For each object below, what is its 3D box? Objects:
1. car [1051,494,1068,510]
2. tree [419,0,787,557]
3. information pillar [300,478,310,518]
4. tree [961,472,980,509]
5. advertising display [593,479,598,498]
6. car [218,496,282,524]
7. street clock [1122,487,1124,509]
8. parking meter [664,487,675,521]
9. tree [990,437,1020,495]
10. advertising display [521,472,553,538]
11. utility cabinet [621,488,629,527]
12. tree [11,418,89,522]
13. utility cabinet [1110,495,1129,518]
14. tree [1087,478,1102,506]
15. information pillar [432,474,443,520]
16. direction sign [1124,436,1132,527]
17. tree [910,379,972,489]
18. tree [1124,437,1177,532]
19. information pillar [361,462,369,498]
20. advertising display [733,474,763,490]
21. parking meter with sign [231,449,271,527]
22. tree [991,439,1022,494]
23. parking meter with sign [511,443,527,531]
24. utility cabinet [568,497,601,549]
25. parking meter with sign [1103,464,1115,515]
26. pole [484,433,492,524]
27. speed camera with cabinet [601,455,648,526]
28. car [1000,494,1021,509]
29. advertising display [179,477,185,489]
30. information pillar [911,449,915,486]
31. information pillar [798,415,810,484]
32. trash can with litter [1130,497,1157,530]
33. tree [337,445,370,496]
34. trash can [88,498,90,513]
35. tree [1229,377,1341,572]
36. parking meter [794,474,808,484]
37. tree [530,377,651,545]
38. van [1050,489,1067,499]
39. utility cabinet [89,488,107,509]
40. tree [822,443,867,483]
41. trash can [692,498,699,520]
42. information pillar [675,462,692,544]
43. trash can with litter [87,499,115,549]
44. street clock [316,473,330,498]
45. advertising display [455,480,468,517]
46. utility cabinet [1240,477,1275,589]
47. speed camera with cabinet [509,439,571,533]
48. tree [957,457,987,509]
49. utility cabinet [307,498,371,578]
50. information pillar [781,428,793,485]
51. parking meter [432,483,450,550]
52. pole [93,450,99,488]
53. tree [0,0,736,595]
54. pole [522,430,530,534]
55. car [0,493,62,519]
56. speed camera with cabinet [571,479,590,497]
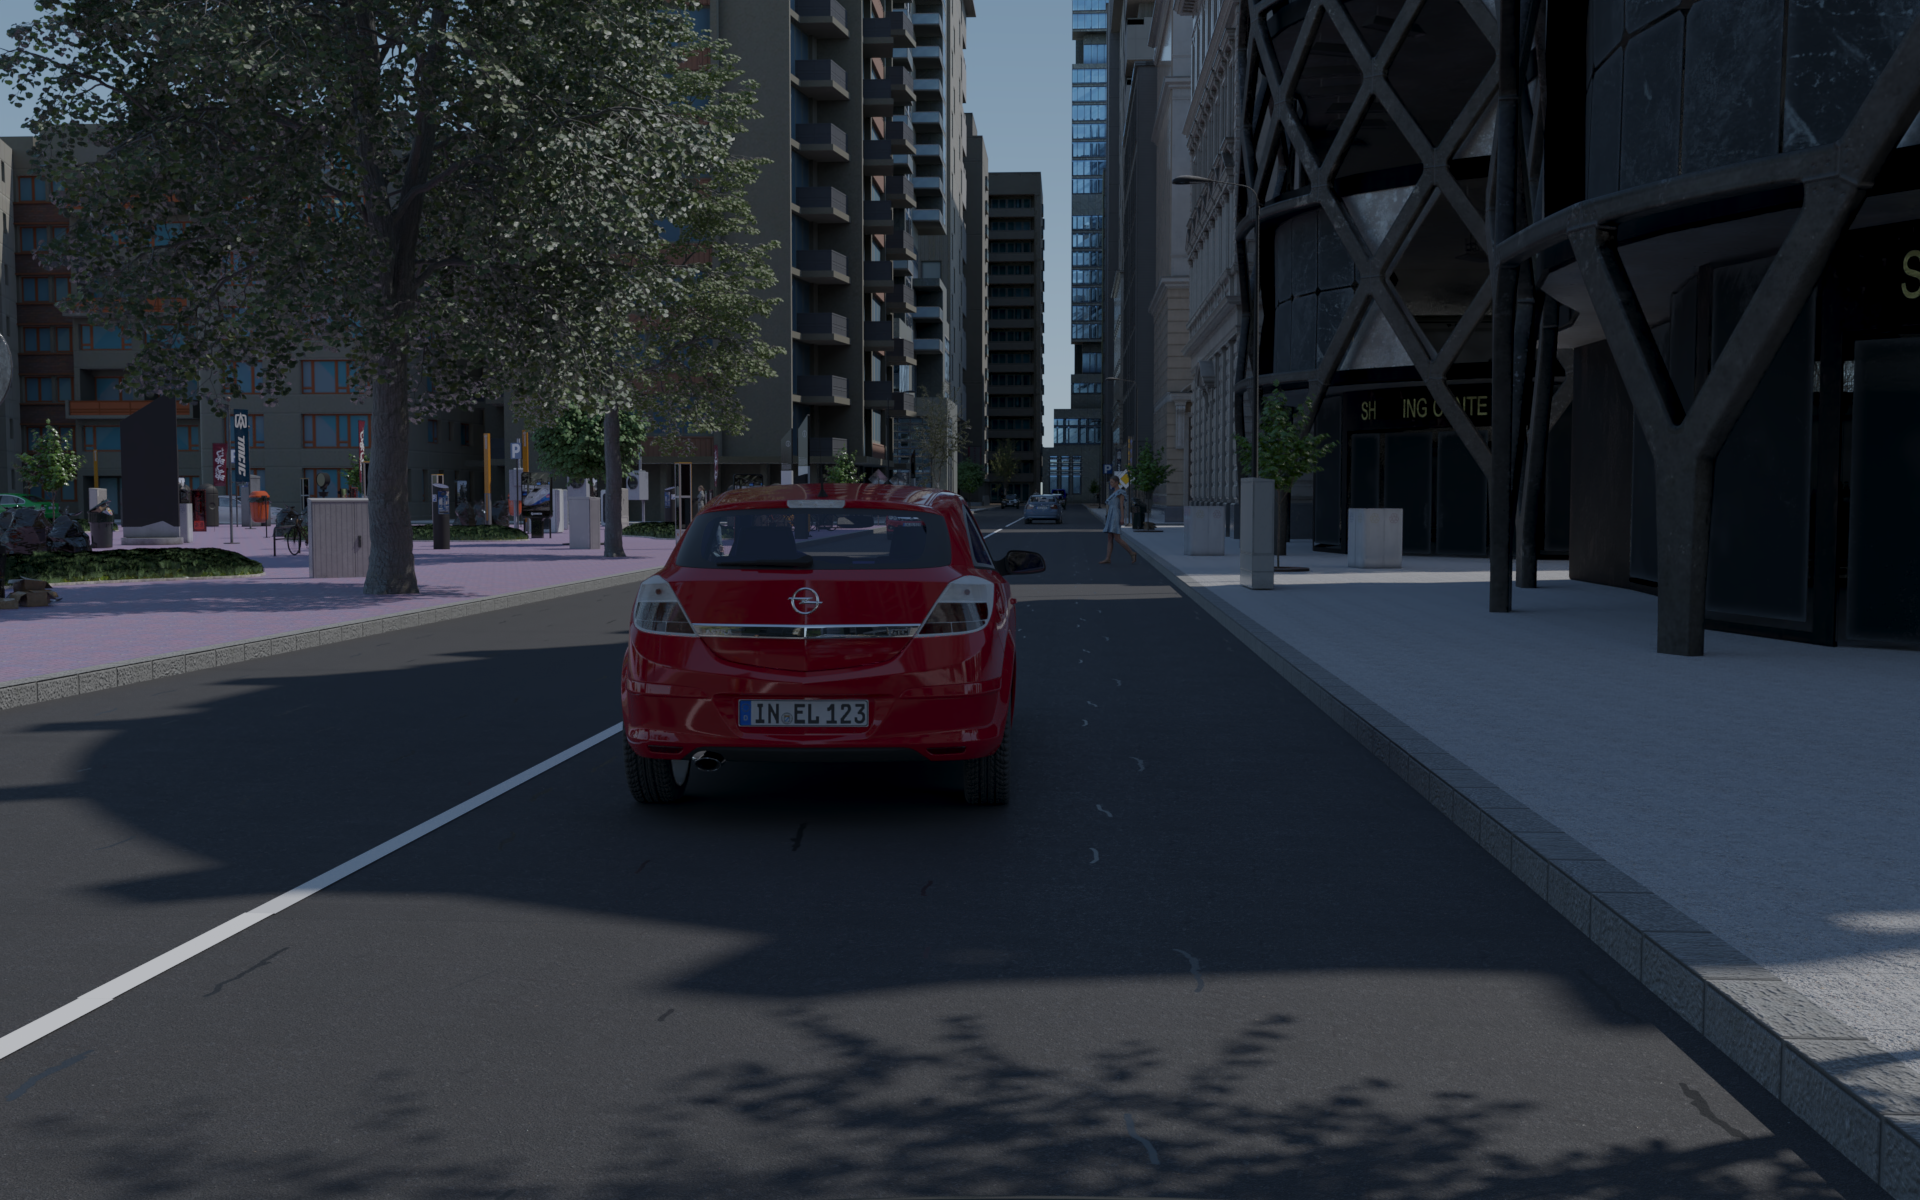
[{"bbox_3d":[8.946,-9.188,160.010,2.009,1.686,4.222,0,4,3],"label":"car"},{"bbox_3d":[-7.510,-7.152,35.065,7.486,12.596,7.792,0,3,0],"label":"tree"},{"bbox_3d":[-30.228,-4.616,79.958,0.304,2.012,0.304,-3,5,-41],"label":"information pillar"},{"bbox_3d":[1.000,-9.413,148.496,1.663,3.219,1.824,0,3,0],"label":"tree"},{"bbox_3d":[-13.698,-3.574,63.641,0.123,1.923,0.974,3,4,36],"label":"advertising display"},{"bbox_3d":[-31.280,-3.821,74.836,4.827,1.381,2.083,0,4,4],"label":"car"},{"bbox_3d":[7.452,-4.604,79.845,0.358,2.002,0.471,-1,4,-15],"label":"street clock"},{"bbox_3d":[-9.850,-3.086,58.865,0.372,1.533,0.369,0,3,0],"label":"parking meter"},{"bbox_3d":[5.674,-16.513,220.346,4.737,8.622,4.395,0,3,0],"label":"tree"},{"bbox_3d":[-12.273,-2.755,50.259,0.974,1.923,0.123,1,4,17],"label":"advertising display"},{"bbox_3d":[-12.378,-3.319,62.943,0.318,1.500,1.173,1,4,9],"label":"utility cabinet"},{"bbox_3d":[-23.266,-3.028,44.113,1.663,3.219,1.824,0,3,0],"label":"tree"},{"bbox_3d":[8.631,-5.034,93.475,1.020,1.237,0.306,-1,4,-16],"label":"utility cabinet"},{"bbox_3d":[14.867,-12.152,193.278,1.663,3.219,1.824,0,3,0],"label":"tree"},{"bbox_3d":[-19.520,-3.686,64.752,0.304,2.012,0.304,2,4,30],"label":"information pillar"},{"bbox_3d":[6.647,-4.644,67.933,0.379,3.537,0.876,1,4,15],"label":"direction sign"},{"bbox_3d":[-1.358,-9.837,111.204,4.360,8.622,3.978,0,3,0],"label":"tree"},{"bbox_3d":[6.251,-3.910,58.524,1.663,3.219,1.824,0,3,0],"label":"tree"},{"bbox_3d":[-13.363,-2.125,39.234,0.304,2.012,0.304,-2,4,-28],"label":"information pillar"},{"bbox_3d":[-6.763,-3.065,55.324,0.974,1.923,0.123,-2,4,-24],"label":"advertising display"},{"bbox_3d":[-27.789,-4.382,67.900,0.543,3.016,1.738,1,4,18],"label":"parking meter with sign"},{"bbox_3d":[6.204,-16.914,226.903,4.360,8.622,3.978,0,3,0],"label":"tree"},{"bbox_3d":[-14.582,-3.874,59.606,0.543,3.016,1.738,2,4,35],"label":"parking meter with sign"},{"bbox_3d":[-8.785,-1.798,40.552,0.306,1.237,1.020,-3,5,-40],"label":"utility cabinet"},{"bbox_3d":[8.758,-6.389,100.724,0.543,3.016,1.738,0,4,-8],"label":"parking meter with sign"},{"bbox_3d":[-15.919,-3.946,58.365,0.158,3.312,0.155,0,3,0],"label":"pole"},{"bbox_3d":[-13.367,-4.562,68.927,2.038,3.252,0.660,2,4,31],"label":"speed camera with cabinet"},{"bbox_3d":[4.868,-9.643,167.447,2.009,1.686,4.222,0,4,3],"label":"car"},{"bbox_3d":[-28.818,-3.593,63.959,0.123,1.923,0.974,0,4,-6],"label":"advertising display"},{"bbox_3d":[-2.459,-6.107,91.200,0.183,3.616,0.504,-1,4,-22],"label":"information pillar"},{"bbox_3d":[-4.625,-3.679,51.505,0.183,3.616,0.504,-3,5,-41],"label":"information pillar"},{"bbox_3d":[6.630,-3.111,62.258,0.624,1.170,1.055,-3,5,-45],"label":"trash can with litter"},{"bbox_3d":[-23.452,-4.513,68.389,1.663,3.219,1.824,0,3,0],"label":"tree"},{"bbox_3d":[-34.884,-3.571,70.032,0.748,1.137,0.748,0,3,0],"label":"trash can"},{"bbox_3d":[5.235,-2.104,29.000,1.663,3.219,1.824,0,3,0],"label":"tree"},{"bbox_3d":[-4.546,-2.671,49.387,0.399,1.863,0.255,0,4,8],"label":"parking meter"},{"bbox_3d":[-9.392,-3.677,43.837,4.285,4.588,4.351,0,3,0],"label":"tree"},{"bbox_3d":[12.370,-13.039,217.566,2.240,2.365,5.245,0,4,3],"label":"van"},{"bbox_3d":[-32.524,-3.469,65.404,0.318,1.500,1.173,-1,4,-11],"label":"utility cabinet"},{"bbox_3d":[-4.222,-4.293,64.789,1.663,3.219,1.824,0,3,0],"label":"tree"},{"bbox_3d":[-10.532,-3.425,67.656,0.748,1.137,0.748,0,3,0],"label":"trash can"},{"bbox_3d":[-6.458,-2.199,40.448,0.304,2.012,0.304,-2,4,-30],"label":"information pillar"},{"bbox_3d":[-20.518,-1.801,40.838,1.055,1.170,0.624,-1,4,-17],"label":"trash can with litter"},{"bbox_3d":[-21.545,-3.308,58.649,0.471,2.002,0.358,2,4,32],"label":"street clock"},{"bbox_3d":[-22.646,-4.492,78.657,0.123,1.923,0.974,1,4,12],"label":"advertising display"},{"bbox_3d":[4.062,-0.914,23.626,0.318,1.500,1.173,0,4,2],"label":"utility cabinet"},{"bbox_3d":[-15.122,-4.151,62.197,2.038,3.252,0.660,-1,4,-13],"label":"speed camera with cabinet"},{"bbox_3d":[0.706,-10.263,151.506,4.285,4.588,4.351,0,3,0],"label":"tree"},{"bbox_3d":[-9.464,-0.947,26.646,1.020,1.237,0.306,-2,4,-32],"label":"utility cabinet"},{"bbox_3d":[-6.134,-4.294,61.568,0.504,3.616,0.183,2,4,33],"label":"information pillar"},{"bbox_3d":[-12.043,-1.944,40.200,0.372,1.533,0.369,0,3,0],"label":"parking meter"},{"bbox_3d":[-39.645,-5.240,79.515,0.158,3.312,0.155,0,3,0],"label":"pole"},{"bbox_3d":[-7.303,-7.062,22.123,9.857,13.997,8.962,0,3,0],"label":"tree"},{"bbox_3d":[-13.855,-3.757,55.273,0.158,3.312,0.155,0,3,0],"label":"pole"},{"bbox_3d":[-42.755,-4.199,77.448,4.718,1.807,1.959,0,4,3],"label":"car"},{"bbox_3d":[-24.862,-7.307,113.798,2.038,3.252,0.660,1,4,22],"label":"speed camera with cabinet"}]
